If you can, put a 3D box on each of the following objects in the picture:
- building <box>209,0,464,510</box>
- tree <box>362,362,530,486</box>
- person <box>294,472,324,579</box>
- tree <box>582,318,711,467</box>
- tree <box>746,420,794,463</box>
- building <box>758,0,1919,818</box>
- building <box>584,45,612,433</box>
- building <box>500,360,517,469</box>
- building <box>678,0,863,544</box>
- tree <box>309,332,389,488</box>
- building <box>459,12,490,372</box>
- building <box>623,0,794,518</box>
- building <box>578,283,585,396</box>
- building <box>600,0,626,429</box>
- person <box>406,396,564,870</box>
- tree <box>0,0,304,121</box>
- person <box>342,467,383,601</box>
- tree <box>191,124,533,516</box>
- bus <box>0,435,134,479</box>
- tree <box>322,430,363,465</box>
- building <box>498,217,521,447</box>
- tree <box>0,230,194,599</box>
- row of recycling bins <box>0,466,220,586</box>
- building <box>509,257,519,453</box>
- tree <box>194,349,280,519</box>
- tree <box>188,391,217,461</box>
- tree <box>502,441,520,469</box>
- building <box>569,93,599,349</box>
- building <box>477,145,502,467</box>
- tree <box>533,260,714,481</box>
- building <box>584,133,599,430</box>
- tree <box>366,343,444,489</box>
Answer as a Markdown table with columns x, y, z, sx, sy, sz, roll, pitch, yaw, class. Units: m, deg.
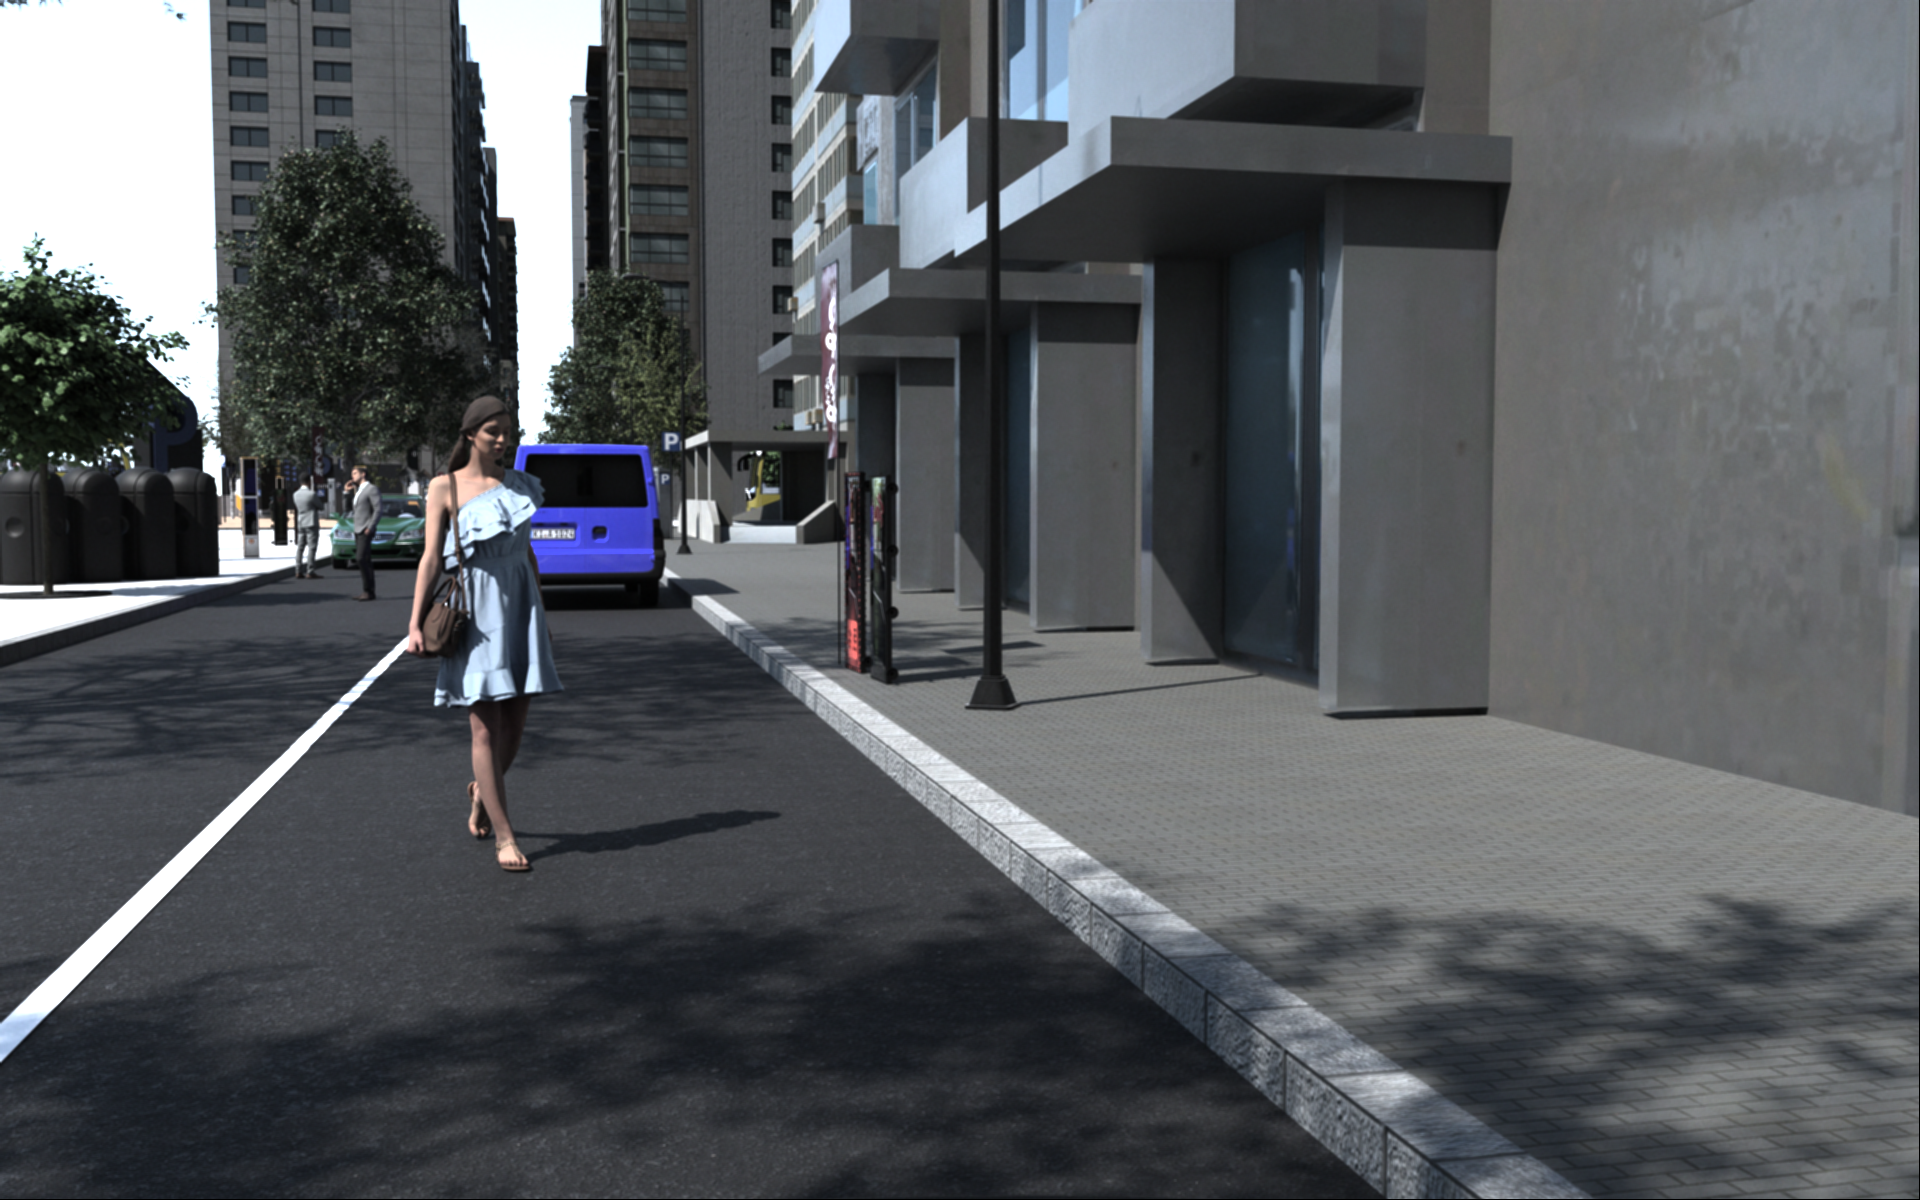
| x | y | z | sx | sy | sz | roll | pitch | yaw | class |
| --- | --- | --- | --- | --- | --- | --- | --- | --- | --- |
| -51.309 | -43.434 | 148.393 | 20.563 | 71.187 | 20.611 | -1 | 4 | -13 | building |
| -32.760 | -10.941 | 113.303 | 8.767 | 10.594 | 7.601 | 1 | 4 | 18 | tree |
| -11.047 | -1.270 | 29.442 | 0.511 | 1.800 | 0.466 | 1 | 4 | 11 | person |
| -12.981 | -7.543 | 73.689 | 4.737 | 8.622 | 4.395 | 0 | 3 | 0 | tree |
| -7.808 | -5.693 | 76.797 | 4.285 | 4.588 | 4.351 | 0 | 3 | 0 | tree |
| 10.497 | -24.407 | 18.669 | 23.786 | 49.044 | 30.456 | -1 | 4 | -13 | building |
| -25.508 | -31.582 | 170.995 | 22.147 | 44.769 | 28.867 | -1 | 4 | -13 | building |
| -74.621 | -23.822 | 234.520 | 27.650 | 21.520 | 28.899 | -1 | 4 | -13 | building |
| 7.691 | -22.171 | 54.380 | 32.217 | 40.220 | 23.993 | -1 | 4 | -13 | building |
| -25.469 | -7.441 | 72.019 | 4.737 | 8.622 | 4.395 | 0 | 3 | 0 | tree |
| -59.019 | -33.883 | 173.600 | 23.786 | 49.044 | 30.456 | -1 | 4 | -13 | building |
| -12.162 | -20.059 | 99.662 | 14.160 | 30.474 | 14.107 | -1 | 4 | -13 | building |
| -45.101 | -28.510 | 237.838 | 14.160 | 30.474 | 14.107 | -1 | 4 | -13 | building |
| -31.786 | -46.267 | 194.710 | 20.563 | 71.187 | 20.611 | -1 | 4 | -13 | building |
| -1.888 | 0.110 | 6.803 | 0.616 | 1.811 | 0.778 | -2 | 4 | -32 | person |
| -8.672 | -6.031 | 8.972 | 12.009 | 13.543 | 11.850 | 0 | 3 | 0 | tree |
| -8.079 | -0.902 | 23.430 | 0.473 | 1.802 | 0.592 | -2 | 4 | -28 | person |
| -19.171 | -8.392 | 54.220 | 9.611 | 12.733 | 9.660 | 0 | 3 | 0 | tree |
| -35.395 | -4.306 | 61.949 | 12.252 | 3.916 | 2.896 | -1 | 4 | -13 | bus |
| -42.277 | -11.635 | 124.651 | 8.767 | 10.594 | 7.601 | -1 | 4 | -11 | tree |
| -78.425 | -37.210 | 263.013 | 22.147 | 44.769 | 28.867 | -1 | 4 | -13 | building |
| -11.550 | -2.323 | 21.695 | 4.285 | 4.588 | 4.351 | 0 | 3 | 0 | tree |
| -12.551 | -1.140 | 25.754 | 1.069 | 1.692 | 3.534 | 2 | 4 | 25 | row of recycling bins |
| -79.995 | -36.769 | 284.763 | 14.154 | 41.232 | 14.086 | -1 | 4 | -13 | building |
| -36.879 | -8.388 | 87.505 | 4.360 | 8.622 | 3.978 | 0 | 3 | 0 | tree |
| -53.680 | -10.355 | 119.663 | 4.737 | 8.622 | 4.395 | 0 | 3 | 0 | tree |
| -54.335 | -15.835 | 209.264 | 4.360 | 8.622 | 3.978 | 0 | 3 | 0 | tree |
| -47.083 | -43.805 | 258.204 | 21.231 | 58.520 | 28.212 | -1 | 4 | -13 | building |
| -59.788 | -31.394 | 196.886 | 14.154 | 41.232 | 14.086 | -1 | 4 | -13 | building |
| -16.449 | -10.272 | 84.947 | 9.611 | 12.733 | 9.660 | 0 | 3 | 0 | tree |
| -38.592 | -34.352 | 211.758 | 14.600 | 45.320 | 14.200 | -1 | 4 | -13 | building |
| -26.234 | -8.108 | 82.932 | 4.360 | 8.622 | 3.978 | 0 | 3 | 0 | tree |
